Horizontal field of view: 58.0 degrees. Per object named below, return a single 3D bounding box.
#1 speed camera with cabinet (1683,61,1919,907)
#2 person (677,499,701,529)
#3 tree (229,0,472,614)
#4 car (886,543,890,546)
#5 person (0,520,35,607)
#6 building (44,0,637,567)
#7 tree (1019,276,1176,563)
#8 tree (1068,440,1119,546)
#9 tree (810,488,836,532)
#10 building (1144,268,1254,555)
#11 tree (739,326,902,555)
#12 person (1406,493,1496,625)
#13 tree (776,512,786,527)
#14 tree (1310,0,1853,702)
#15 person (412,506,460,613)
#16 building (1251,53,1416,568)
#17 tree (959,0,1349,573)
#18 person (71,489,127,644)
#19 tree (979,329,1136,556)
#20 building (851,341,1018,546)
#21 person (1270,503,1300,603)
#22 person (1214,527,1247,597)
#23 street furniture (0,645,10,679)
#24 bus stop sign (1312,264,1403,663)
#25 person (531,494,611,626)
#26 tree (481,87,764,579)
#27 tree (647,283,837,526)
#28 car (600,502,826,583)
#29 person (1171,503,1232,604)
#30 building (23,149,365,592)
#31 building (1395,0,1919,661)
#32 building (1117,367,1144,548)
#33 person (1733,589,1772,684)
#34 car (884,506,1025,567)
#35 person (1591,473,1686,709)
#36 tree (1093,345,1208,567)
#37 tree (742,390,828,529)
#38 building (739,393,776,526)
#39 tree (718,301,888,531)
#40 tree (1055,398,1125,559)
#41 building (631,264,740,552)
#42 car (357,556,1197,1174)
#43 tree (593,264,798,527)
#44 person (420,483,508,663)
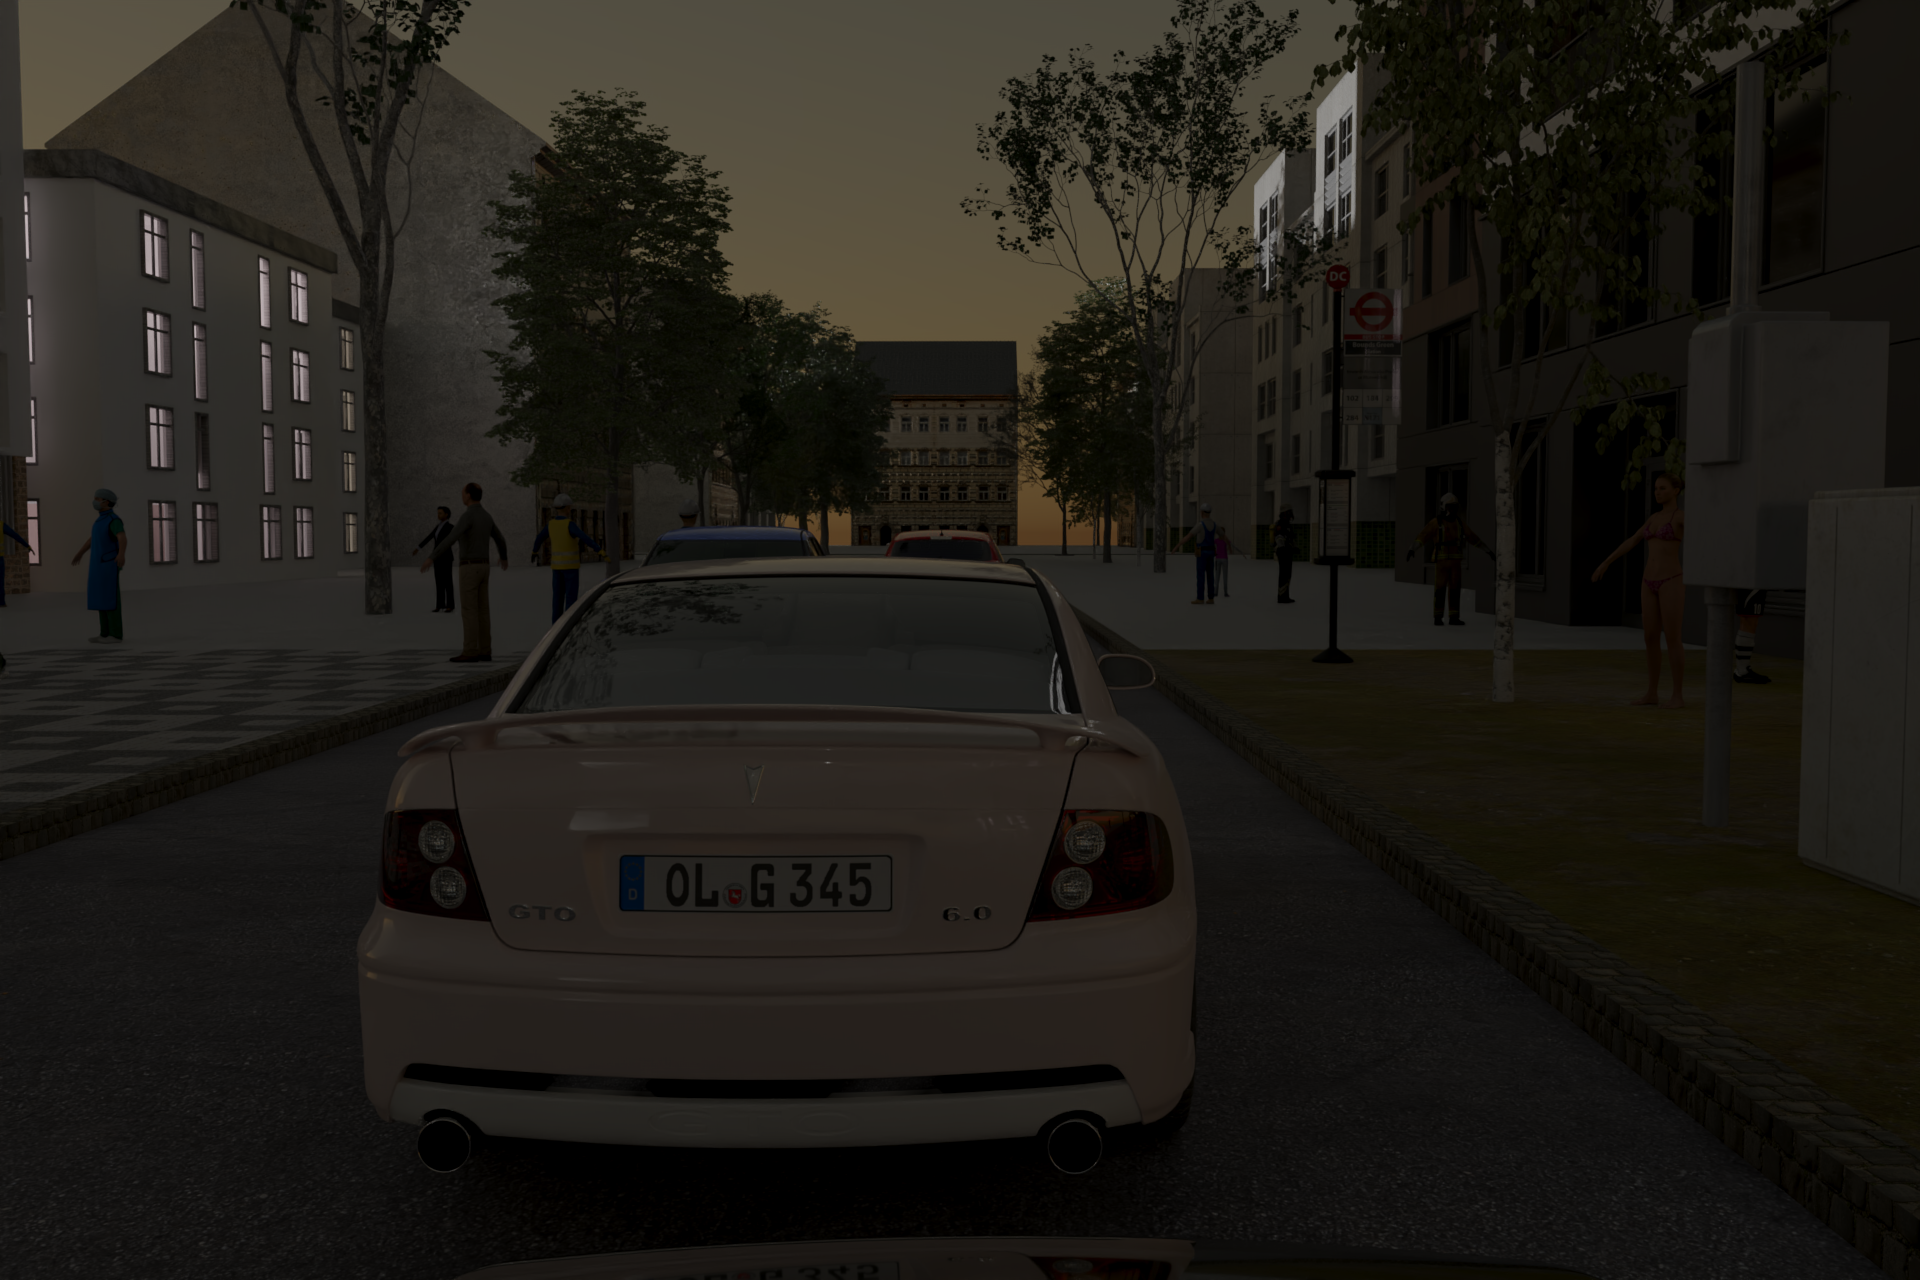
[{"bbox_3d":[3.533,-0.756,6.703,0.660,3.252,2.038,0,4,-2],"label":"speed camera with cabinet"},{"bbox_3d":[-2.624,-0.493,16.975,1.216,1.772,0.721,0,4,7],"label":"person"},{"bbox_3d":[-10.713,-10.445,26.658,12.611,20.169,13.585,0,3,0],"label":"tree"},{"bbox_3d":[-2.362,-4.178,80.679,2.083,1.381,4.827,0,4,0],"label":"car"},{"bbox_3d":[-16.925,-1.486,30.269,1.349,1.833,0.705,-2,4,-29],"label":"person"},{"bbox_3d":[-25.533,-14.999,76.162,19.493,23.208,18.063,0,4,1],"label":"building"},{"bbox_3d":[6.222,-9.706,76.821,7.486,12.596,7.792,0,3,0],"label":"tree"},{"bbox_3d":[15.632,-16.657,190.466,7.486,12.596,7.792,0,3,0],"label":"tree"},{"bbox_3d":[-15.050,-14.749,191.501,4.360,8.622,3.978,0,3,0],"label":"tree"},{"bbox_3d":[23.252,-15.740,123.804,16.747,18.905,31.486,0,3,0],"label":"building"},{"bbox_3d":[-8.392,-12.159,105.453,9.857,13.997,8.962,0,3,0],"label":"tree"},{"bbox_3d":[6.865,-1.135,24.319,1.354,1.858,0.705,-1,4,-12],"label":"person"},{"bbox_3d":[-20.141,-14.948,194.756,4.737,8.622,4.395,0,3,0],"label":"tree"},{"bbox_3d":[4.239,-3.818,12.794,4.737,8.622,4.395,0,3,0],"label":"tree"},{"bbox_3d":[-8.495,-1.319,28.284,1.216,1.740,0.721,2,4,32],"label":"person"},{"bbox_3d":[23.183,-12.596,72.396,16.747,18.905,31.486,0,4,0],"label":"building"},{"bbox_3d":[6.312,-12.221,55.702,12.611,20.169,13.585,0,3,0],"label":"tree"},{"bbox_3d":[-10.076,-0.872,20.386,1.347,1.817,0.704,3,5,42],"label":"person"},{"bbox_3d":[6.137,-11.740,102.325,12.009,13.543,11.850,0,3,0],"label":"tree"},{"bbox_3d":[-2.679,-22.172,195.904,18.063,23.208,19.493,0,4,1],"label":"building"},{"bbox_3d":[6.067,-1.614,32.167,0.705,1.856,1.354,1,4,22],"label":"person"},{"bbox_3d":[5.359,-1.600,35.419,0.991,1.433,0.599,1,4,18],"label":"person"},{"bbox_3d":[-13.632,0.092,14.119,10.072,0.657,5.734,1,4,13],"label":"street furniture"},{"bbox_3d":[3.957,-1.746,17.243,0.855,3.939,0.416,0,3,0],"label":"bus stop sign"},{"bbox_3d":[-4.792,-0.903,21.230,1.216,1.772,0.721,2,4,27],"label":"person"},{"bbox_3d":[-8.684,-7.746,44.772,7.486,12.596,7.792,0,3,0],"label":"tree"},{"bbox_3d":[-8.819,-8.856,70.558,9.928,11.665,9.643,0,3,0],"label":"tree"},{"bbox_3d":[-1.726,-0.229,13.329,1.945,1.707,3.694,0,4,0],"label":"car"},{"bbox_3d":[4.477,-1.581,31.706,1.347,1.847,0.705,-2,4,-28],"label":"person"},{"bbox_3d":[-23.162,-6.720,52.023,9.099,9.664,28.070,0,4,1],"label":"building"},{"bbox_3d":[22.342,-11.379,30.016,27.936,21.610,32.646,0,4,0],"label":"building"},{"bbox_3d":[25.475,-20.650,168.548,19.493,23.208,18.063,0,3,0],"label":"building"},{"bbox_3d":[6.858,-0.540,14.971,0.704,1.843,1.345,1,4,21],"label":"person"},{"bbox_3d":[-0.211,-0.829,22.602,2.155,1.783,4.494,0,4,1],"label":"car"},{"bbox_3d":[5.165,-0.369,12.843,0.721,1.733,1.217,-1,4,-23],"label":"person"},{"bbox_3d":[6.880,-7.207,68.197,4.360,8.622,3.978,0,3,0],"label":"tree"},{"bbox_3d":[-8.647,-8.151,83.632,4.737,8.622,4.395,0,3,0],"label":"tree"},{"bbox_3d":[-26.950,-17.924,159.508,16.747,18.905,31.486,0,4,0],"label":"building"},{"bbox_3d":[-8.591,-11.433,93.591,9.857,13.997,8.962,0,3,0],"label":"tree"},{"bbox_3d":[6.802,-8.448,88.486,4.737,8.622,4.395,0,3,0],"label":"tree"},{"bbox_3d":[-27.148,-18.394,131.677,19.493,23.208,18.063,0,4,-1],"label":"building"},{"bbox_3d":[-0.364,0.418,5.527,2.083,1.381,4.827,0,4,0],"label":"car"},{"bbox_3d":[-9.193,-7.666,59.751,7.601,10.594,8.767,-2,4,-32],"label":"tree"},{"bbox_3d":[-4.905,-0.681,17.402,0.705,1.796,1.348,1,4,20],"label":"person"}]
